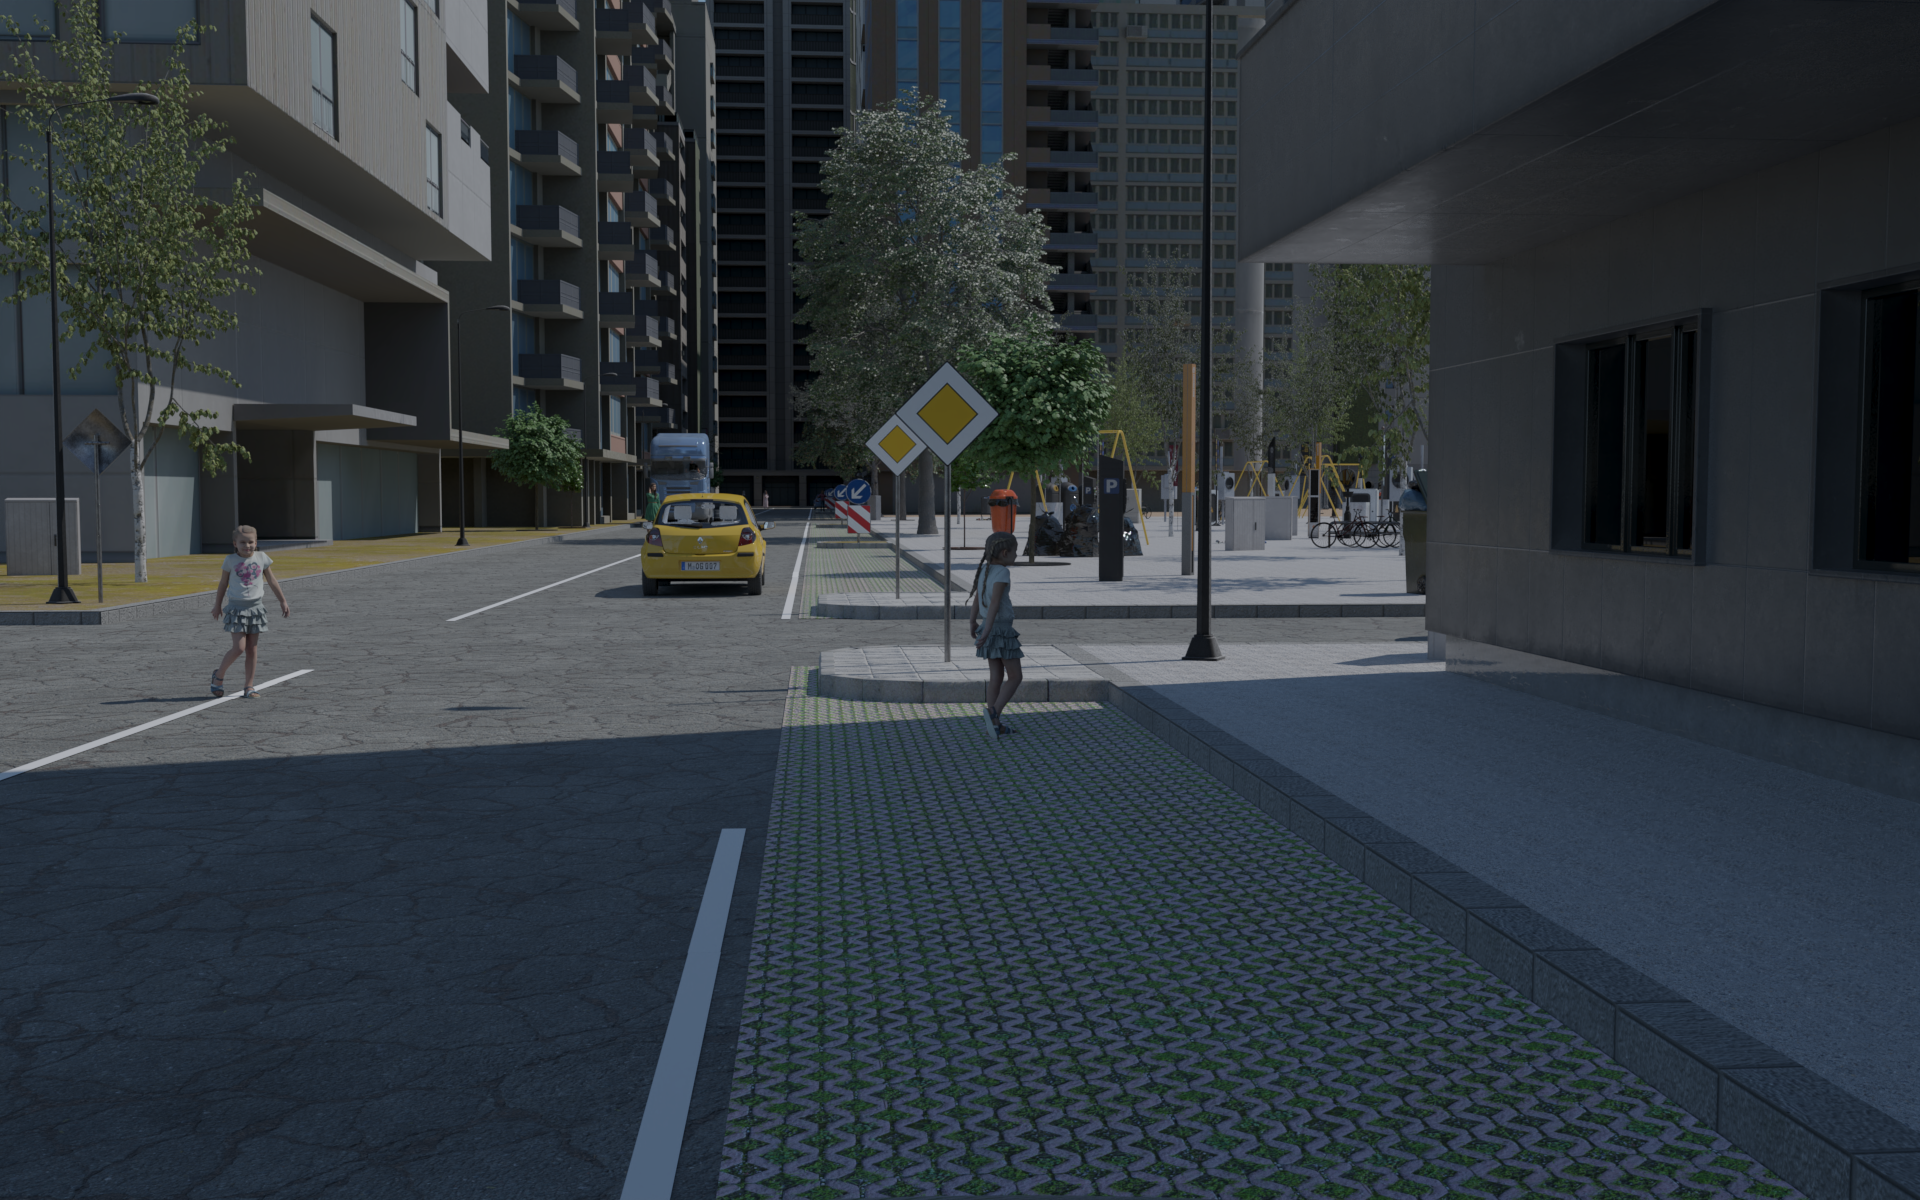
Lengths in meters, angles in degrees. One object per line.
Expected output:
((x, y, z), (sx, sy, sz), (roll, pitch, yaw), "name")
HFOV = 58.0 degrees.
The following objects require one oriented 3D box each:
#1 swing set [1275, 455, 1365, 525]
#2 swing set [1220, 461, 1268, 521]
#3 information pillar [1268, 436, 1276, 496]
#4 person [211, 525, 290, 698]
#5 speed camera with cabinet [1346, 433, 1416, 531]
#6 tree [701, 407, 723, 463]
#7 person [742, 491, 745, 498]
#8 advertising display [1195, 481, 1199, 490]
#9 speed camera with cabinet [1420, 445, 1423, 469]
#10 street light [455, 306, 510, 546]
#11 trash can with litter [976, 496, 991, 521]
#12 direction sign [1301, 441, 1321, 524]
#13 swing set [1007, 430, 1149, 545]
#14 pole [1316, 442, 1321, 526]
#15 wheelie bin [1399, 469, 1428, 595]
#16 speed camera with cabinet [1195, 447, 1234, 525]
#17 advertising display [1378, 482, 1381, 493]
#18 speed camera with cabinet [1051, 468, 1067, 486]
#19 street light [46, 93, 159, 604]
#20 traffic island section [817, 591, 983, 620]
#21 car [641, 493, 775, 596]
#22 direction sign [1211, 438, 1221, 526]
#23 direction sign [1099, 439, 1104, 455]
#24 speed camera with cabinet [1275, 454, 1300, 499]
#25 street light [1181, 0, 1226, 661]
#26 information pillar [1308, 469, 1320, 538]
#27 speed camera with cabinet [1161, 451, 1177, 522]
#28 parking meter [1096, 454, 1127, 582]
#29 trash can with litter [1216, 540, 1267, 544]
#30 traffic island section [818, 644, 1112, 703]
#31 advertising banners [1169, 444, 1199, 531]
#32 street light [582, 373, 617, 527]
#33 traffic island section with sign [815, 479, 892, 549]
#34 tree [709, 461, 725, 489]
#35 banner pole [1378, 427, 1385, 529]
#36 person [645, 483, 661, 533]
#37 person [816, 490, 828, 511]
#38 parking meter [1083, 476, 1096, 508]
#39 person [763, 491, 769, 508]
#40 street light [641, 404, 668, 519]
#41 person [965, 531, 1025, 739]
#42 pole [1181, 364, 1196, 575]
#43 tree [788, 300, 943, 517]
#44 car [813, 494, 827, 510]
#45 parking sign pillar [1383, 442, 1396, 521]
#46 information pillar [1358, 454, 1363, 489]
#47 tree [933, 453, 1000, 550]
((14.667, -4.487, 70.983), (2.862, 2.851, 3.119), (0, 4, -3), "swing set")
((14.120, -5.169, 82.138), (2.862, 2.851, 3.119), (0, 4, -7), "swing set")
((12.685, -4.840, 70.496), (0.183, 3.616, 0.504), (-1, 4, -18), "information pillar")
((-5.035, 0.076, 12.273), (0.505, 1.210, 0.382), (-3, 4, -38), "person")
((13.534, -3.766, 55.910), (2.038, 3.252, 0.660), (1, 4, 20), "speed camera with cabinet")
((-21.958, -11.778, 142.933), (4.360, 8.622, 3.978), (0, 3, 0), "tree")
((-20.908, -9.632, 166.710), (0.721, 1.736, 1.217), (-1, 4, -12), "person")
((11.473, -4.875, 84.914), (0.123, 1.923, 0.974), (3, 5, 42), "advertising display")
((18.338, -4.668, 70.658), (0.660, 3.252, 2.038), (-1, 4, -11), "speed camera with cabinet")
((-11.799, -4.298, 42.808), (1.470, 5.913, 1.316), (0, 4, -5), "street light")
((1.661, -4.483, 84.354), (2.233, 1.210, 1.678), (-2, 4, -27), "trash can with litter")
((15.090, -5.047, 74.523), (0.876, 3.537, 0.379), (0, 4, -2), "direction sign")
((2.687, -2.800, 43.402), (3.119, 2.851, 2.862), (3, 4, 36), "swing set")
((14.162, -4.564, 68.472), (0.158, 3.312, 0.155), (0, 3, 0), "pole")
((6.073, -0.879, 22.281), (0.980, 1.594, 0.693), (-1, 4, -22), "wheelie bin")
((10.498, -4.723, 71.550), (2.038, 3.252, 0.660), (-3, 5, -43), "speed camera with cabinet")
((22.913, -5.363, 92.907), (0.974, 1.923, 0.123), (0, 4, 1), "advertising display")
((5.695, -5.894, 90.699), (2.038, 3.252, 0.660), (-3, 5, -40), "speed camera with cabinet")
((-9.983, -2.914, 20.187), (1.470, 5.913, 1.316), (0, 4, -5), "street light")
((-0.742, 0.066, 21.197), (2.009, 0.180, 2.903), (0, 4, -5), "traffic island section")
((-3.780, -0.959, 25.897), (2.015, 1.641, 3.980), (0, 4, -5), "car")
((10.294, -4.739, 69.483), (0.379, 3.537, 0.876), (1, 4, 15), "direction sign")
((5.830, -4.860, 71.465), (0.379, 3.537, 0.876), (1, 4, 16), "direction sign")
((16.351, -5.649, 86.696), (0.660, 3.252, 2.038), (-1, 4, -11), "speed camera with cabinet")
((1.352, -2.489, 13.232), (1.470, 5.913, 1.316), (0, 4, -5), "street light")
((10.254, -2.796, 50.204), (0.304, 2.012, 0.304), (0, 4, 6), "information pillar")
((10.350, -5.241, 80.027), (2.038, 3.252, 0.660), (1, 4, 15), "speed camera with cabinet")
((2.248, -1.209, 25.482), (0.399, 1.863, 0.255), (1, 4, 9), "parking meter")
((7.187, -2.093, 45.277), (1.678, 1.210, 2.233), (2, 4, 30), "trash can with litter")
((-0.075, 0.553, 13.239), (2.009, 0.180, 2.903), (0, 4, -5), "traffic island section")
((7.953, -3.941, 60.621), (0.090, 3.025, 2.074), (-2, 4, -31), "advertising banners")
((-13.848, -5.748, 66.524), (1.470, 5.913, 1.316), (0, 4, -5), "street light")
((-2.817, -2.287, 46.022), (1.989, 1.847, 2.006), (0, 4, -5), "traffic island section with sign")
((-21.757, -10.058, 148.167), (4.285, 4.588, 4.351), (0, 3, 0), "tree")
((15.761, -4.556, 64.510), (0.401, 3.779, 0.863), (1, 4, 21), "banner pole")
((-10.073, -2.940, 56.813), (0.600, 1.795, 0.529), (-3, 5, -45), "person")
((-11.239, -8.117, 141.928), (1.217, 1.743, 0.721), (-1, 4, -22), "person")
((4.195, -3.062, 55.773), (0.399, 1.863, 0.255), (2, 4, 32), "parking meter")
((-19.262, -9.944, 171.752), (0.621, 1.740, 0.551), (1, 4, 23), "person")
((-15.705, -7.122, 88.981), (1.470, 5.913, 1.316), (0, 4, -5), "street light")
((0.158, 0.200, 10.249), (0.382, 1.210, 0.505), (-2, 4, -30), "person")
((3.601, -2.045, 27.279), (0.158, 3.312, 0.155), (0, 3, 0), "pole")
((-4.914, -11.026, 97.280), (9.611, 12.733, 9.660), (0, 3, 0), "tree")
((-12.505, -8.970, 158.653), (2.014, 1.417, 4.499), (0, 4, -5), "car")
((20.080, -5.657, 80.959), (1.447, 3.967, 1.447), (0, 4, 5), "parking sign pillar")
((20.999, -6.089, 90.913), (0.183, 3.616, 0.504), (0, 4, -3), "information pillar")
((0.101, -2.766, 39.821), (1.663, 3.219, 1.824), (0, 3, 0), "tree")
